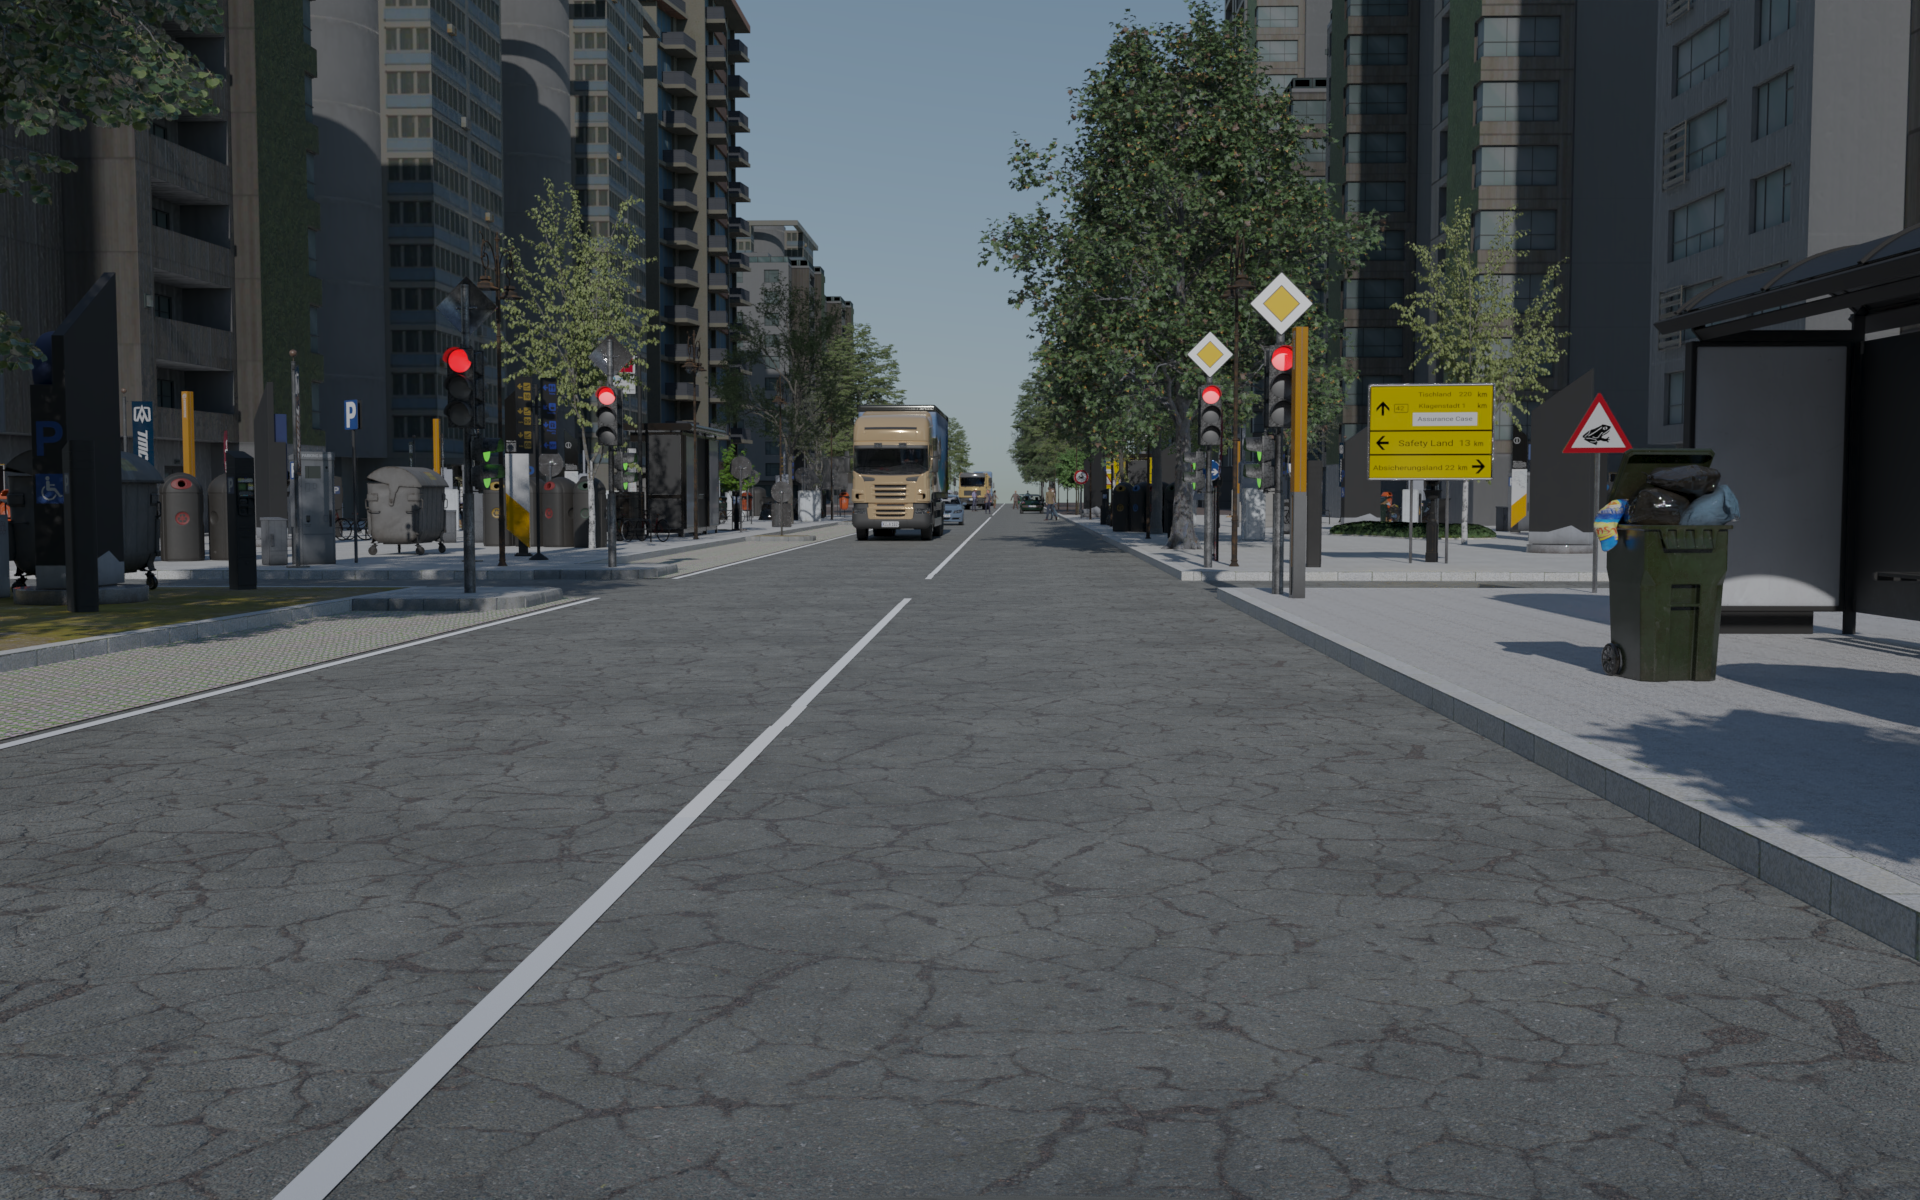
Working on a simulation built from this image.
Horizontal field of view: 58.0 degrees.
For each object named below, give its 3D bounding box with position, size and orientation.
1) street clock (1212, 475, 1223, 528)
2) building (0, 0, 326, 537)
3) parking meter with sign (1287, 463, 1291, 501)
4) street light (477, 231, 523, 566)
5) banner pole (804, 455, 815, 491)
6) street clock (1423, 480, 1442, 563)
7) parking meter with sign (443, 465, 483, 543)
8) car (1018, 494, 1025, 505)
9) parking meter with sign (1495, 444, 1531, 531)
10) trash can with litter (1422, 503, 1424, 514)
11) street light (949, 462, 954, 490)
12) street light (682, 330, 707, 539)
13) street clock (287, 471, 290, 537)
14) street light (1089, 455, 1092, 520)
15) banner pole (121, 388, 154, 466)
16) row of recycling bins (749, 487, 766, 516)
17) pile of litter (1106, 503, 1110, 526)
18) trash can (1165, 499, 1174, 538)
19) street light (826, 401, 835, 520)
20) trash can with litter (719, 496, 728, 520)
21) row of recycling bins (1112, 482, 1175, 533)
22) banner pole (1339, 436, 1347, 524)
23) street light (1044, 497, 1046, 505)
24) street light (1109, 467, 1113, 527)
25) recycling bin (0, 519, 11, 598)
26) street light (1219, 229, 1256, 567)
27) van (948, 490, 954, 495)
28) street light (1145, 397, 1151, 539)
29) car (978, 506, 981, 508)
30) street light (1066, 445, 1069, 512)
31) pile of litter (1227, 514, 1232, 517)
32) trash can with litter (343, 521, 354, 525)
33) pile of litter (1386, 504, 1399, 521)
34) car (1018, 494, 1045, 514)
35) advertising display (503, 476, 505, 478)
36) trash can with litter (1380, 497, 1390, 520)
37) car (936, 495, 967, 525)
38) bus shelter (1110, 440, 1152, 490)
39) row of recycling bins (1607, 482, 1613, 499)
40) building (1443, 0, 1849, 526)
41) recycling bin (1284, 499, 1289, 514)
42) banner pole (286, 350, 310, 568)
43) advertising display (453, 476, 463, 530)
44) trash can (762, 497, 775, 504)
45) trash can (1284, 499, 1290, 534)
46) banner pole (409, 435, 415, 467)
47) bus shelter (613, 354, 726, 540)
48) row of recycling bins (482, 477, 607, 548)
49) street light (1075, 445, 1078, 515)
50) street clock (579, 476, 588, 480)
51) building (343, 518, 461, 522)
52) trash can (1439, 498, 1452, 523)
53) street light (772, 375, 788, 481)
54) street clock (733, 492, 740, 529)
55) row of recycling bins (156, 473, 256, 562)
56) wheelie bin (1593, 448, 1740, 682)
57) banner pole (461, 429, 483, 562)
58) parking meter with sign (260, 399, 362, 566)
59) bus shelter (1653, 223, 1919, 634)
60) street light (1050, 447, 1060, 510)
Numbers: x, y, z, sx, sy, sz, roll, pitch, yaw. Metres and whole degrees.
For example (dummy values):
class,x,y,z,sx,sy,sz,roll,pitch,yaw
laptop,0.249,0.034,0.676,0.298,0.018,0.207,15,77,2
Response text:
class,x,y,z,sx,sy,sz,roll,pitch,yaw
street clock,9.761,-3.744,65.782,0.358,2.002,0.471,2,4,34
building,-28.615,-17.083,51.004,14.160,30.474,14.107,0,4,2
parking meter with sign,19.022,-6.247,98.402,0.543,3.016,1.738,1,4,23
street light,-8.155,-3.541,30.687,0.468,5.910,1.993,0,4,2
banner pole,-8.877,-6.817,101.482,0.863,3.779,0.401,1,4,19
street clock,8.872,-1.710,32.521,0.471,2.002,0.358,2,4,35
parking meter with sign,-12.755,-3.019,45.620,1.738,3.016,0.543,-1,4,-12
car,7.595,-11.970,207.506,2.131,1.459,4.920,0,4,1
parking meter with sign,19.322,-3.895,59.952,1.738,3.016,0.543,-2,4,-30
trash can with litter,18.712,-3.697,71.830,1.055,1.170,0.624,2,4,26
street light,-1.379,-16.687,245.622,0.468,5.910,1.993,0,4,2
street light,-7.499,-4.662,49.011,0.468,5.910,1.993,0,4,2
street clock,-20.224,-2.892,51.847,0.471,2.002,0.358,-2,4,-24
street light,6.526,-6.954,86.489,0.468,5.910,1.993,0,4,2
banner pole,-19.501,-3.119,41.020,0.863,3.779,0.401,-1,4,-11
row of recycling bins,-11.820,-5.753,101.172,1.069,1.692,3.534,0,4,-6
pile of litter,6.551,-3.472,70.740,1.176,0.858,1.719,2,4,31
trash can,6.024,-2.208,47.749,0.748,1.137,0.748,0,3,0
street light,-6.366,-6.916,85.857,0.468,5.910,1.993,0,4,2
trash can with litter,-11.906,-4.553,85.830,0.624,1.170,1.055,-2,4,-26
row of recycling bins,6.405,-3.119,58.115,1.069,1.692,3.534,-2,4,-34
banner pole,16.351,-5.139,74.039,0.401,3.779,0.863,2,4,34
street light,10.331,-14.402,208.264,0.468,5.910,1.993,0,4,2
street light,5.955,-5.812,67.821,0.468,5.910,1.993,0,4,2
recycling bin,-12.184,-0.530,21.224,0.722,1.027,0.722,0,4,-1
street light,4.856,-3.529,30.493,0.468,5.910,1.993,0,4,2
van,-1.366,-10.337,176.020,2.013,2.044,4.112,0,4,1
street light,5.392,-4.692,49.494,0.468,5.910,1.993,0,4,2
car,1.325,-10.454,181.142,2.015,1.641,3.980,0,4,3
street light,7.763,-9.309,124.982,0.468,5.910,1.993,0,4,2
pile of litter,15.370,-4.955,94.980,1.176,0.858,1.719,-2,4,-33
trash can with litter,-26.314,-3.806,73.284,1.678,1.210,2.233,-2,4,-28
pile of litter,18.382,-3.699,74.451,1.719,0.858,1.176,-3,4,-36
car,5.243,-7.147,126.646,2.009,1.686,4.222,0,4,1
advertising display,-16.662,-3.501,62.461,0.123,1.923,0.974,-3,5,-42
trash can with litter,17.485,-3.750,72.704,1.055,1.170,0.624,-2,4,-25
car,-0.690,-4.194,80.575,2.014,1.417,4.499,0,4,0
bus shelter,9.523,-7.085,93.472,2.179,5.291,8.768,0,4,2
row of recycling bins,20.905,-2.919,54.835,1.069,1.692,3.534,0,3,0
building,27.834,-23.938,74.976,14.154,41.232,14.086,0,4,2
recycling bin,14.861,-4.178,80.864,0.722,1.027,0.722,-3,5,-44
banner pole,-11.442,-2.440,29.915,0.401,3.779,0.863,-2,4,-28
advertising display,-17.590,-3.456,61.724,0.974,1.923,0.123,0,4,1
trash can,-9.926,-4.787,89.920,0.748,1.137,0.748,0,3,0
trash can,10.336,-2.663,55.191,0.748,1.137,0.748,0,3,0
banner pole,-23.155,-5.093,73.283,0.401,3.779,0.863,0,4,2
bus shelter,-8.901,-4.578,52.476,2.179,5.291,8.768,0,4,2
row of recycling bins,-10.101,-2.141,42.125,3.534,1.692,1.069,2,4,24
street light,7.054,-8.075,104.817,0.468,5.910,1.993,0,4,2
street clock,-14.928,-3.946,69.079,0.358,2.002,0.471,3,5,41
building,-36.810,-24.148,86.698,32.217,40.220,23.993,0,4,2
trash can,16.298,-2.884,58.815,0.748,1.137,0.748,0,3,0
street light,-6.974,-5.783,67.339,0.468,5.910,1.993,0,4,2
street clock,-8.058,-3.538,62.411,0.358,2.002,0.471,-1,4,-8
row of recycling bins,-15.313,-1.580,32.948,3.534,1.692,1.069,-2,4,-34
wheelie bin,4.931,-0.251,12.016,0.980,1.594,0.693,0,4,-6
banner pole,-9.255,-2.628,32.982,0.401,3.779,0.863,0,4,-1
parking meter with sign,-11.826,-2.159,31.560,1.738,3.016,0.543,-3,5,-44
bus shelter,7.343,-1.187,13.330,2.014,3.302,5.546,0,4,2
street light,8.898,-11.584,162.183,0.468,5.910,1.993,0,4,2
